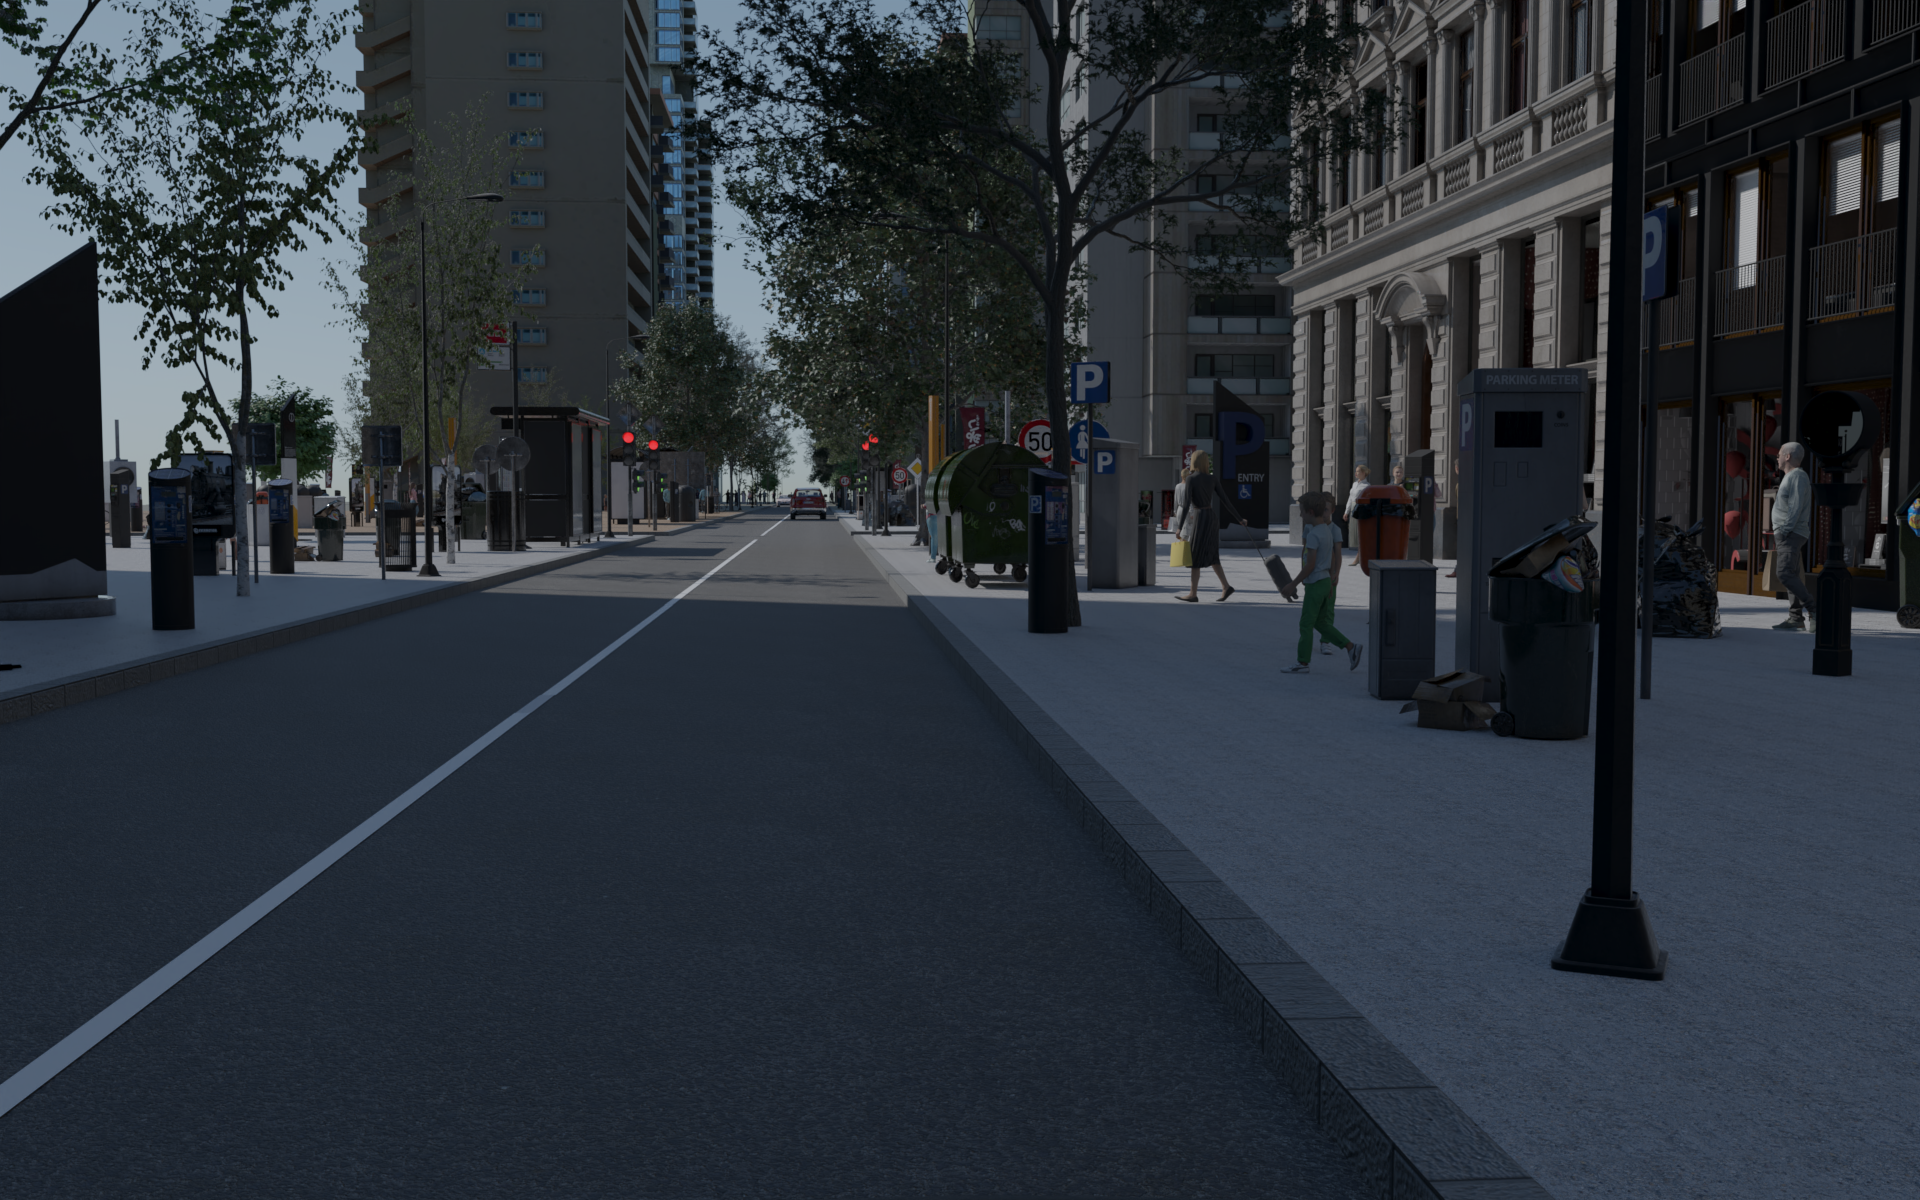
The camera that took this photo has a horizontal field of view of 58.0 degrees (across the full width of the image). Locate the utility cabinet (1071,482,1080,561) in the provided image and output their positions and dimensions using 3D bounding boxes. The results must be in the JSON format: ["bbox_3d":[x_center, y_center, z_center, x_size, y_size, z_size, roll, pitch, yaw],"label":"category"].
[{"bbox_3d":[2.062,-1.514,33.426,0.318,1.500,1.173,0,4,-4],"label":"utility cabinet"}]

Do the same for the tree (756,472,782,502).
[{"bbox_3d":[-25.002,-14.910,227.489,4.285,4.588,4.351,0,3,0],"label":"tree"}]

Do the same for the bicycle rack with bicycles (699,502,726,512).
[{"bbox_3d":[-17.770,-6.515,119.906,2.925,0.926,2.852,0,4,-1],"label":"bicycle rack with bicycles"}]

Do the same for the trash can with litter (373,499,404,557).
[{"bbox_3d":[-11.732,-1.481,35.607,0.624,1.170,1.055,-1,4,-12],"label":"trash can with litter"}]

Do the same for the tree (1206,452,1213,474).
[{"bbox_3d":[10.313,-4.578,69.452,1.663,3.219,1.824,0,3,0],"label":"tree"}]

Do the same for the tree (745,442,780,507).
[{"bbox_3d":[-20.364,-13.775,175.576,4.737,8.622,4.395,0,3,0],"label":"tree"}]

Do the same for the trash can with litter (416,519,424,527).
[{"bbox_3d":[-20.951,-3.463,68.015,1.055,1.170,0.624,0,4,6],"label":"trash can with litter"}]

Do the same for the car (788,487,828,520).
[{"bbox_3d":[-8.663,-5.500,98.606,2.281,1.827,5.304,0,4,-6],"label":"car"}]

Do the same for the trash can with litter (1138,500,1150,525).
[{"bbox_3d":[3.291,-1.365,33.709,0.624,1.170,1.055,-1,4,-15],"label":"trash can with litter"}]

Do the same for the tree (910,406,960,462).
[{"bbox_3d":[-2.113,-10.657,124.608,4.360,8.622,3.978,0,3,0],"label":"tree"}]

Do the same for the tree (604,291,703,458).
[{"bbox_3d":[-15.346,-11.089,98.305,9.611,12.733,9.660,0,3,0],"label":"tree"}]

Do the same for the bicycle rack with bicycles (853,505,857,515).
[{"bbox_3d":[-4.709,-5.513,103.517,2.852,0.926,2.925,-2,4,-34],"label":"bicycle rack with bicycles"}]

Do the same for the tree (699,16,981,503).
[{"bbox_3d":[-4.234,-13.168,71.178,12.611,20.169,13.585,0,3,0],"label":"tree"}]

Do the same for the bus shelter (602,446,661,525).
[{"bbox_3d":[-14.219,-4.972,75.215,2.014,3.302,5.546,0,4,-5],"label":"bus shelter"}]

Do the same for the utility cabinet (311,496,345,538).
[{"bbox_3d":[-18.638,-2.449,51.196,1.020,1.237,0.306,2,4,31],"label":"utility cabinet"}]

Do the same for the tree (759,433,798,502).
[{"bbox_3d":[-30.053,-21.731,281.060,9.928,11.665,9.643,0,3,0],"label":"tree"}]

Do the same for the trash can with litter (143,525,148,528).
[{"bbox_3d":[-30.347,-3.332,65.542,1.678,1.210,2.233,-3,4,-38],"label":"trash can with litter"}]

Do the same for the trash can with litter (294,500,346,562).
[{"bbox_3d":[-12.254,-1.322,33.001,1.055,1.170,0.624,0,4,3],"label":"trash can with litter"}]

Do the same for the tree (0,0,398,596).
[{"bbox_3d":[-9.260,-4.351,21.509,4.737,8.622,4.395,0,3,0],"label":"tree"}]

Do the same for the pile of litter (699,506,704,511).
[{"bbox_3d":[-19.728,-7.006,128.515,1.719,0.858,1.176,-2,4,-30],"label":"pile of litter"}]

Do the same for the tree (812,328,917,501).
[{"bbox_3d":[-5.564,-11.463,105.545,7.486,12.596,7.792,0,3,0],"label":"tree"}]

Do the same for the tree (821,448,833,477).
[{"bbox_3d":[-17.144,-13.431,129.971,12.009,13.543,11.850,0,3,0],"label":"tree"}]

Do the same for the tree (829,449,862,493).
[{"bbox_3d":[-7.327,-8.559,123.660,4.285,4.588,4.351,0,3,0],"label":"tree"}]

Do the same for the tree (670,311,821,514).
[{"bbox_3d":[-16.339,-12.471,114.264,12.009,13.543,11.850,0,3,0],"label":"tree"}]

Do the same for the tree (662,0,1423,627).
[{"bbox_3d":[0.704,-5.020,16.490,7.601,10.594,8.767,-1,4,-12],"label":"tree"}]

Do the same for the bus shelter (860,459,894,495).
[{"bbox_3d":[-4.659,-6.419,98.877,2.014,3.302,5.546,0,4,-5],"label":"bus shelter"}]

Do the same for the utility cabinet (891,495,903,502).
[{"bbox_3d":[-3.254,-4.996,92.844,1.020,1.237,0.306,2,4,26],"label":"utility cabinet"}]

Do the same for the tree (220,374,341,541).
[{"bbox_3d":[-18.583,-3.909,47.628,4.285,4.588,4.351,0,3,0],"label":"tree"}]

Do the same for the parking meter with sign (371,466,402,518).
[{"bbox_3d":[-30.642,-5.874,92.295,1.738,3.016,0.543,-2,4,-29],"label":"parking meter with sign"}]

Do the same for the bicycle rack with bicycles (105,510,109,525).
[{"bbox_3d":[-36.074,-3.491,70.462,2.925,0.926,2.852,-2,4,-29],"label":"bicycle rack with bicycles"}]

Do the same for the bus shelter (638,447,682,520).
[{"bbox_3d":[-15.499,-6.020,89.706,1.731,3.624,6.357,0,4,-5],"label":"bus shelter"}]

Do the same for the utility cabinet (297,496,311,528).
[{"bbox_3d":[-24.789,-3.281,64.804,1.020,1.237,0.306,-3,4,-38],"label":"utility cabinet"}]

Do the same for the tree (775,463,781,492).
[{"bbox_3d":[-27.692,-18.287,249.349,4.360,8.622,3.978,0,3,0],"label":"tree"}]

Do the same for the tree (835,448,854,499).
[{"bbox_3d":[-11.357,-16.116,173.859,12.009,13.543,11.850,0,3,0],"label":"tree"}]

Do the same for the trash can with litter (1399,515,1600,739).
[{"bbox_3d":[2.887,0.129,9.282,1.055,1.170,0.624,3,5,39],"label":"trash can with litter"}]

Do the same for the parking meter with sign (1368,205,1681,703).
[{"bbox_3d":[3.465,-0.888,10.776,1.738,3.016,0.543,0,4,2],"label":"parking meter with sign"}]

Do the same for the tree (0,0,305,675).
[{"bbox_3d":[-7.528,-5.283,12.137,9.928,11.665,9.643,0,3,0],"label":"tree"}]

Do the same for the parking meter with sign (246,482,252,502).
[{"bbox_3d":[-46.762,-7.198,113.944,0.543,3.016,1.738,3,5,42],"label":"parking meter with sign"}]

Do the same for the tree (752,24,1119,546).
[{"bbox_3d":[-0.878,-7.686,42.670,9.611,12.733,9.660,0,3,0],"label":"tree"}]

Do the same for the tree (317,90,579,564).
[{"bbox_3d":[-9.517,-4.986,31.889,4.360,8.622,3.978,0,3,0],"label":"tree"}]

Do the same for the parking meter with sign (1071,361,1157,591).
[{"bbox_3d":[2.145,-1.672,23.603,0.543,3.016,1.738,2,4,31],"label":"parking meter with sign"}]

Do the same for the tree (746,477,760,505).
[{"bbox_3d":[-23.601,-12.542,199.655,1.663,3.219,1.824,0,3,0],"label":"tree"}]

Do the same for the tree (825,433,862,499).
[{"bbox_3d":[-9.411,-11.860,144.277,4.360,8.622,3.978,0,3,0],"label":"tree"}]

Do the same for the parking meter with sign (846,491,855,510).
[{"bbox_3d":[-8.119,-8.565,136.294,1.738,3.016,0.543,0,4,8],"label":"parking meter with sign"}]

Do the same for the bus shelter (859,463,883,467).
[{"bbox_3d":[-5.748,-8.540,117.267,2.179,5.291,8.768,0,4,-5],"label":"bus shelter"}]

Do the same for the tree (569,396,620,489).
[{"bbox_3d":[-26.971,-10.818,127.233,4.737,8.622,4.395,0,3,0],"label":"tree"}]

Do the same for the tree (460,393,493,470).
[{"bbox_3d":[-27.337,-8.535,89.910,4.737,8.622,4.395,0,3,0],"label":"tree"}]

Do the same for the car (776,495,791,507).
[{"bbox_3d":[-19.372,-11.007,192.329,2.083,1.381,4.827,0,4,-4],"label":"car"}]

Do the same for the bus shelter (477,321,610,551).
[{"bbox_3d":[-10.304,-3.993,42.915,2.179,5.291,8.768,0,4,-5],"label":"bus shelter"}]

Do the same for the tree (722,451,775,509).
[{"bbox_3d":[-18.458,-11.788,143.097,4.360,8.622,3.978,0,3,0],"label":"tree"}]

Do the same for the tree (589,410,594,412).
[{"bbox_3d":[-23.276,-9.050,98.334,4.360,8.622,3.978,0,3,0],"label":"tree"}]
